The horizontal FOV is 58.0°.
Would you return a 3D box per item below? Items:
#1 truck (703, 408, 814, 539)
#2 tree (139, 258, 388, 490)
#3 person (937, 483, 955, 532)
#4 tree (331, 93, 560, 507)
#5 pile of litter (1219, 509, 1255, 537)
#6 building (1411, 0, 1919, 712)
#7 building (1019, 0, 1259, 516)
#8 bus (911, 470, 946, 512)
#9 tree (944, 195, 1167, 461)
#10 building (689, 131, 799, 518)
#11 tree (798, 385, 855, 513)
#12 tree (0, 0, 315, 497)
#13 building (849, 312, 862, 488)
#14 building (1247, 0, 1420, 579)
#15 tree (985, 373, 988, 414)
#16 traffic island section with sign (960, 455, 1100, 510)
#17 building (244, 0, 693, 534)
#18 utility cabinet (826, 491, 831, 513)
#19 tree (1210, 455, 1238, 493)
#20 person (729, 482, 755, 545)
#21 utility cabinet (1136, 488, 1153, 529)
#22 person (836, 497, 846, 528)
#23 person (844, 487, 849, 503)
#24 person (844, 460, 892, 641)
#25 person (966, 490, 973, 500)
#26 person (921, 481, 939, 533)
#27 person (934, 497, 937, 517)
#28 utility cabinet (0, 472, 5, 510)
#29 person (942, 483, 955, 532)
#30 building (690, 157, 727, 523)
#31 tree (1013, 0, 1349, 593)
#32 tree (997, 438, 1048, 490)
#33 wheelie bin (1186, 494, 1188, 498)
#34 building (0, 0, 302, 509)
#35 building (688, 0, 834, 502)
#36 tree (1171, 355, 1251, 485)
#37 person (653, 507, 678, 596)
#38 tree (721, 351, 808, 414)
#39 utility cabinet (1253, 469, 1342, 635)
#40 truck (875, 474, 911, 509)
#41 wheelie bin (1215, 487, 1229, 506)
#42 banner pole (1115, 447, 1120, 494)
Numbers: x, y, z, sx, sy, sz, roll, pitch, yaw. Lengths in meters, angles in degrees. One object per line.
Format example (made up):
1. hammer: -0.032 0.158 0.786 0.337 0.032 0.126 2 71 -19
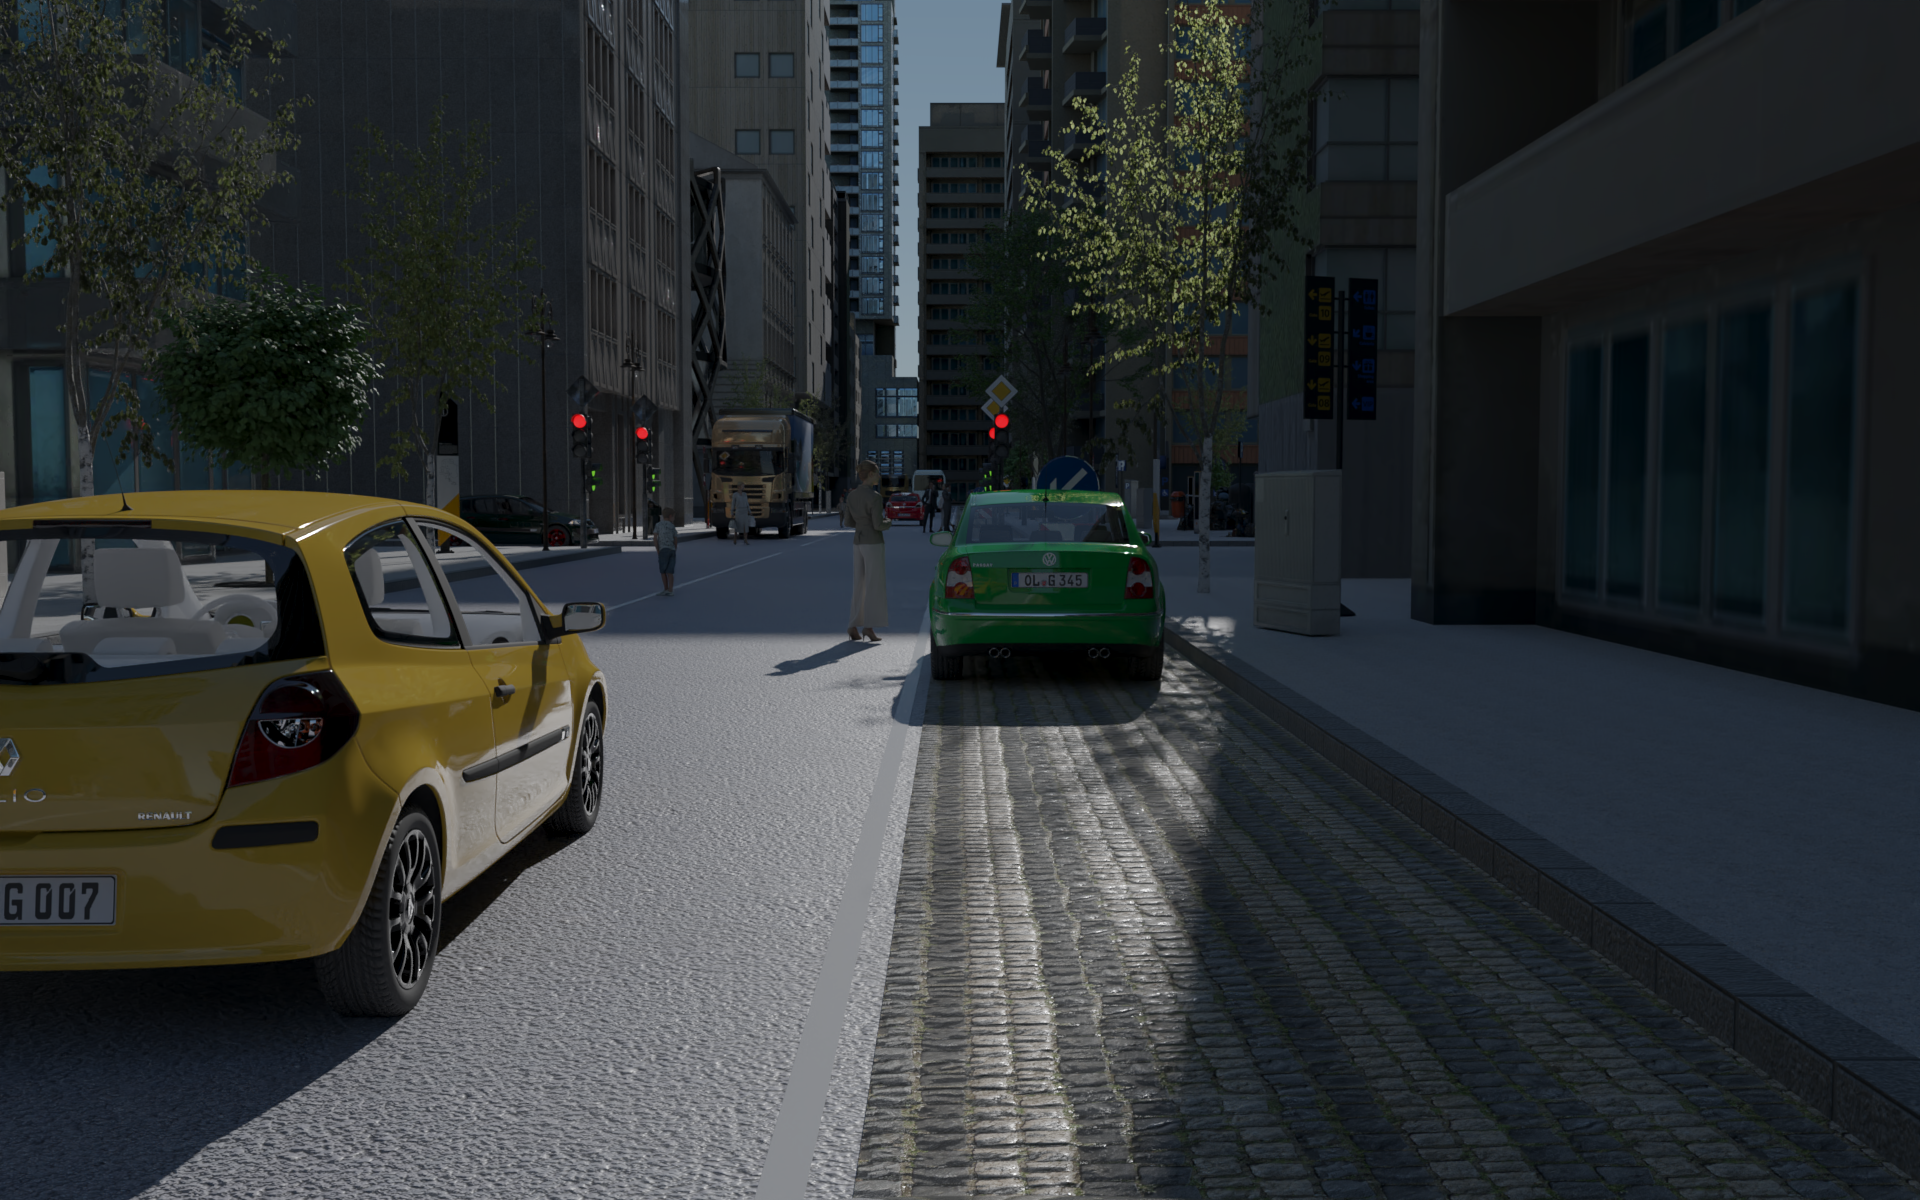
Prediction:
1. truck: -6.650 -4.281 58.911 2.839 4.237 11.283 0 4 0
2. tree: -9.705 -2.487 24.369 4.285 4.588 4.351 0 3 0
3. person: -0.515 -3.493 65.494 0.818 1.842 0.514 -1 4 -19
4. tree: -9.968 -5.047 32.875 4.737 8.622 4.395 0 3 0
5. pile of litter: 8.540 -2.306 51.674 1.176 0.858 1.719 -2 4 -30
6. building: 15.288 -23.373 5.859 21.300 48.544 21.600 0 3 0
7. building: 14.958 -27.772 108.691 22.147 44.769 28.867 0 3 0
8. bus: -2.512 -8.841 139.411 2.948 3.499 13.247 0 4 -1
9. tree: 3.280 -8.162 59.205 9.928 11.665 9.643 0 3 0
10. building: -15.142 -15.428 101.406 9.793 20.994 18.267 0 3 0
11. tree: -9.200 -10.168 116.602 4.360 8.622 3.978 0 3 0
12. tree: -9.539 -4.214 19.263 4.360 8.622 3.978 0 3 0
13. building: -25.698 -20.811 185.306 28.899 21.520 27.650 0 3 0
14. building: 12.418 -21.302 31.876 14.154 41.232 14.086 0 3 0
15. tree: 3.114 -7.128 66.911 4.360 8.622 3.978 0 3 0
16. traffic island section with sign: 1.005 -0.612 18.639 1.989 1.847 2.006 0 3 0
17. building: -16.699 -14.722 58.733 12.078 24.808 19.932 0 3 0
18. utility cabinet: -8.779 -6.542 115.641 0.318 1.500 1.173 0 4 -3
19. tree: 12.528 -5.501 84.538 1.663 3.219 1.824 0 3 0
20. person: -6.172 -2.450 48.916 0.694 1.780 0.624 -1 4 -21
21. utility cabinet: 6.794 -3.378 63.908 0.318 1.500 1.173 1 4 21
22. person: -5.040 -3.752 74.118 0.475 1.303 0.640 -1 4 -21
23. person: -6.703 -5.700 101.677 0.713 1.824 0.794 1 4 21
24. person: -0.865 -0.478 16.868 0.362 1.759 0.519 -3 5 -44
25. person: 0.943 -8.370 145.904 0.990 1.755 0.434 -1 4 -16
26. person: -1.098 -3.459 64.423 0.648 1.900 0.474 -1 4 -14
27. person: -1.748 -6.058 107.722 0.661 1.801 0.590 3 5 40
28. utility cabinet: -9.634 -0.496 16.794 0.318 1.500 1.173 -1 4 -10
29. person: -0.401 -3.424 64.294 0.447 1.846 0.655 1 4 20
30. building: -19.130 -12.853 77.595 16.820 18.784 16.811 0 3 0
31. tree: 3.068 -4.410 22.468 4.360 8.622 3.978 0 3 0
32. tree: 3.683 -6.605 91.713 4.285 4.588 4.351 0 3 0
33. wheelie bin: 11.217 -4.564 82.531 0.980 1.594 0.693 2 4 25
34. building: -27.990 -24.888 26.527 30.456 49.044 23.786 0 3 0
35. building: -24.417 -33.491 136.813 28.713 52.752 27.495 0 3 0
36. tree: 13.121 -8.567 90.434 4.737 8.622 4.395 0 3 0
37. person: -4.147 -0.684 24.373 0.332 1.250 0.352 1 4 13
38. tree: -10.339 -8.531 89.836 4.737 8.622 4.395 0 3 0
39. utility cabinet: 3.106 -0.451 16.049 0.318 1.500 1.173 -1 4 -16
40. truck: -6.402 -10.596 169.165 3.469 3.379 9.791 0 4 0
41. wheelie bin: 11.137 -3.989 73.132 0.693 1.594 0.980 -1 4 -17
42. banner pole: 8.403 -6.265 92.448 0.401 3.779 0.863 -1 4 -10
